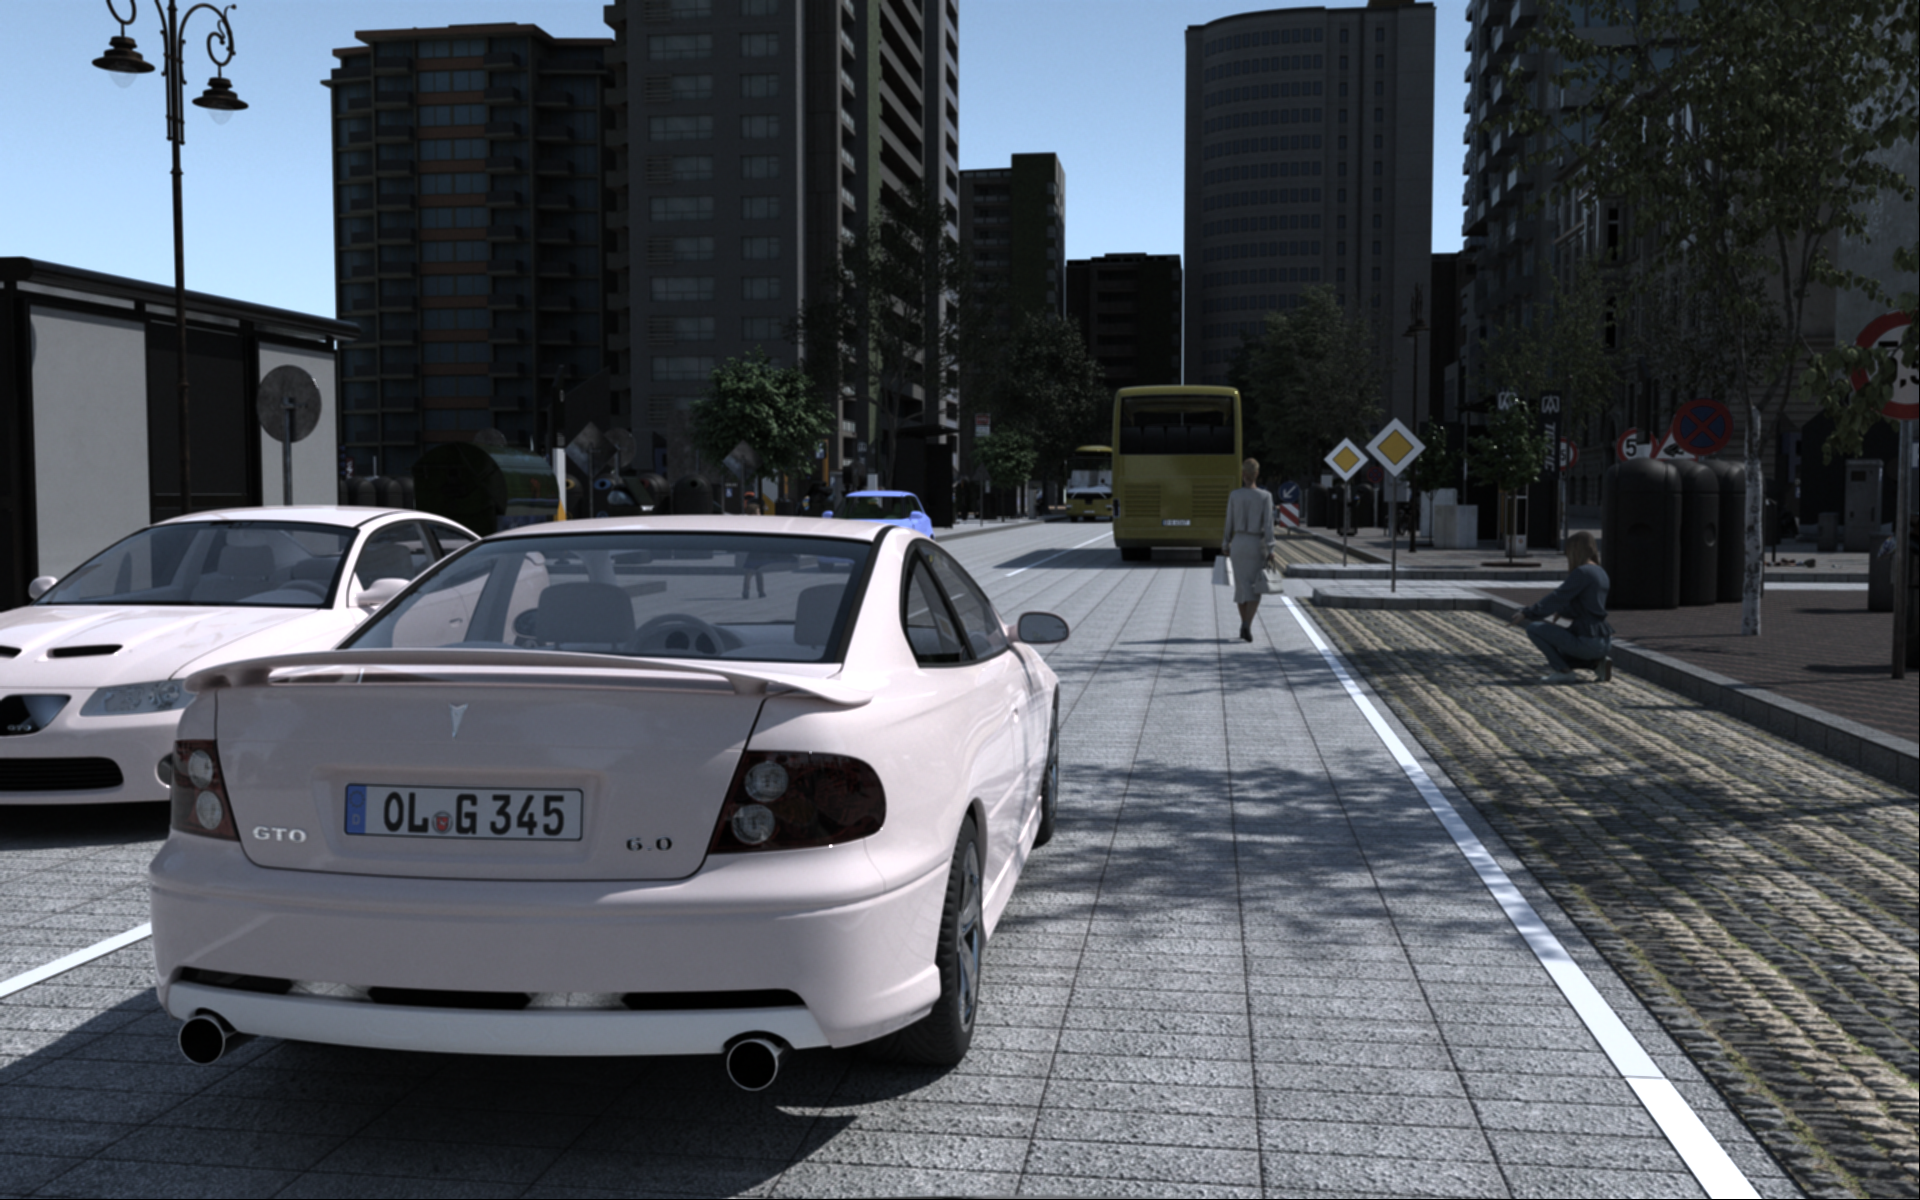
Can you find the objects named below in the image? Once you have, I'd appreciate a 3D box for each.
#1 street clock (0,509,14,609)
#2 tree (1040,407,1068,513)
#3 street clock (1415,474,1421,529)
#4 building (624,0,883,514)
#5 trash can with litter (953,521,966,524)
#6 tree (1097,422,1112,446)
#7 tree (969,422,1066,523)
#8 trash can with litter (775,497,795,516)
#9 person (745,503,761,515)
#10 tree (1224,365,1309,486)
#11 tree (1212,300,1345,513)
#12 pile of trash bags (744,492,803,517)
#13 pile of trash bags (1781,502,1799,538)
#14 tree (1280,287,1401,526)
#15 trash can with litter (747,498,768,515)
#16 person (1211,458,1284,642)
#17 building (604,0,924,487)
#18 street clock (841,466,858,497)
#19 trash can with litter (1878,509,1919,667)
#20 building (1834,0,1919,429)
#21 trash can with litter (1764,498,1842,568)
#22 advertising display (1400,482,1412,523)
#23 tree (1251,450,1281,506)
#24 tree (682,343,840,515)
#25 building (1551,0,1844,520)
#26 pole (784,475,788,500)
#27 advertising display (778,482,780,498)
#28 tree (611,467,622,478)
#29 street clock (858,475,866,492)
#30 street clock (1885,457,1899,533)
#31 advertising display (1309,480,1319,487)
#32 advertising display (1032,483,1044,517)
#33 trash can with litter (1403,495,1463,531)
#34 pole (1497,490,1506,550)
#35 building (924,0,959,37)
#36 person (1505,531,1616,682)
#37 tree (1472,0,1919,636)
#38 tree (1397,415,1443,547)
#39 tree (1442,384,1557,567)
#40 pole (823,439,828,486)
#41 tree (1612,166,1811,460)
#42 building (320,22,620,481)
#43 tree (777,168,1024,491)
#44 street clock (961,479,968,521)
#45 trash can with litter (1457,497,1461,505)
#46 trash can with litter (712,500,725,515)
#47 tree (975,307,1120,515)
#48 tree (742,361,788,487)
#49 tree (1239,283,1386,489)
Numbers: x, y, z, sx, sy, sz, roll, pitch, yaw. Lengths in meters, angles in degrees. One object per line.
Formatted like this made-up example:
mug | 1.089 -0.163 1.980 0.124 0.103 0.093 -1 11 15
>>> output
street clock | -10.684 -0.897 19.243 0.471 2.002 0.358 2 4 27
tree | 6.820 -10.276 118.368 4.360 8.622 3.978 0 3 0
street clock | 16.503 -3.548 62.573 0.358 2.002 0.471 1 4 13
building | -13.372 -26.449 116.034 14.154 41.232 14.086 0 4 8
trash can with litter | -0.574 -3.869 74.309 1.678 1.210 2.233 0 4 -2
tree | 15.133 -13.656 173.633 4.360 8.622 3.978 0 3 0
tree | 2.034 -5.813 78.748 4.285 4.588 4.351 0 3 0
trash can with litter | -11.639 -5.977 108.782 2.233 1.210 1.678 0 4 4
person | -2.854 -0.670 23.733 0.475 1.303 0.640 1 4 9
tree | 24.178 -12.931 137.172 9.928 11.665 9.643 0 3 0
tree | 21.672 -12.775 115.521 9.857 13.997 8.962 0 3 0
pile of trash bags | -8.351 -4.315 80.302 3.447 1.369 1.912 0 4 -1
pile of trash bags | 24.029 -2.522 50.981 3.447 1.369 1.912 0 4 -2
tree | 13.431 -6.751 60.739 4.360 8.622 3.978 0 3 0
trash can with litter | -6.010 -2.433 51.174 0.624 1.170 1.055 0 4 -2
person | 2.785 -0.494 16.924 0.694 1.780 0.624 3 4 38
building | -14.982 -31.234 134.372 21.300 48.544 21.600 0 4 8
street clock | -2.880 -2.433 44.342 0.358 2.002 0.471 0 4 -6
trash can with litter | 7.437 -0.088 12.828 1.055 1.170 0.624 0 4 2
building | 33.860 -11.660 45.400 16.860 20.320 10.420 0 4 8
trash can with litter | 14.594 -1.215 30.930 1.678 1.210 2.233 -2 4 -26
advertising display | 20.077 -4.437 77.753 0.123 1.923 0.974 -2 4 -24
tree | 26.161 -11.867 144.388 4.737 8.622 4.395 0 3 0
tree | -4.342 -3.295 37.586 4.285 4.588 4.351 0 3 0
building | 37.489 -16.165 83.375 14.460 24.649 34.723 0 4 8
pole | -10.493 -6.753 104.247 0.158 3.312 0.155 0 3 0
advertising display | -9.491 -5.217 90.509 0.123 1.923 0.974 0 4 -8
tree | -20.062 -6.312 97.806 1.663 3.219 1.824 0 3 0
street clock | -3.742 -3.665 64.494 0.358 2.002 0.471 -3 5 -41
street clock | 18.207 -1.775 33.592 0.471 2.002 0.358 3 5 45
advertising display | 16.721 -4.693 81.942 0.123 1.923 0.974 2 4 32
advertising display | 4.427 -5.662 97.788 0.123 1.923 0.974 -2 4 -34
trash can with litter | 16.139 -3.031 60.618 1.678 1.210 2.233 -1 4 -22
pole | 12.509 -2.819 39.926 0.158 3.312 0.155 0 3 0
building | -14.605 -37.829 160.503 28.212 58.520 21.231 0 4 8
person | 4.561 0.050 13.181 1.012 1.151 0.738 -3 4 -39
tree | 7.001 -3.976 15.377 4.737 8.622 4.395 0 3 0
tree | 11.403 -2.922 42.384 1.663 3.219 1.824 0 3 0
tree | 9.684 -2.215 30.809 1.663 3.219 1.824 0 3 0
pole | -5.008 -4.320 64.483 0.158 3.312 0.155 0 3 0
tree | 16.197 -5.309 37.171 4.360 8.622 3.978 0 3 0
building | -43.135 -31.177 164.367 28.867 44.769 22.147 0 4 8
tree | -1.825 -7.037 49.463 7.601 10.594 8.767 1 4 17
street clock | 0.218 -4.852 83.907 0.358 2.002 0.471 -1 4 -14
trash can with litter | 19.029 -3.390 66.812 0.624 1.170 1.055 1 4 21
trash can with litter | -6.023 -1.968 43.558 1.055 1.170 0.624 2 4 33
tree | 5.257 -11.570 106.178 9.611 12.733 9.660 0 3 0
tree | -11.035 -8.884 95.619 4.360 8.622 3.978 0 3 0
tree | 18.937 -10.704 93.140 7.486 12.596 7.792 0 3 0
